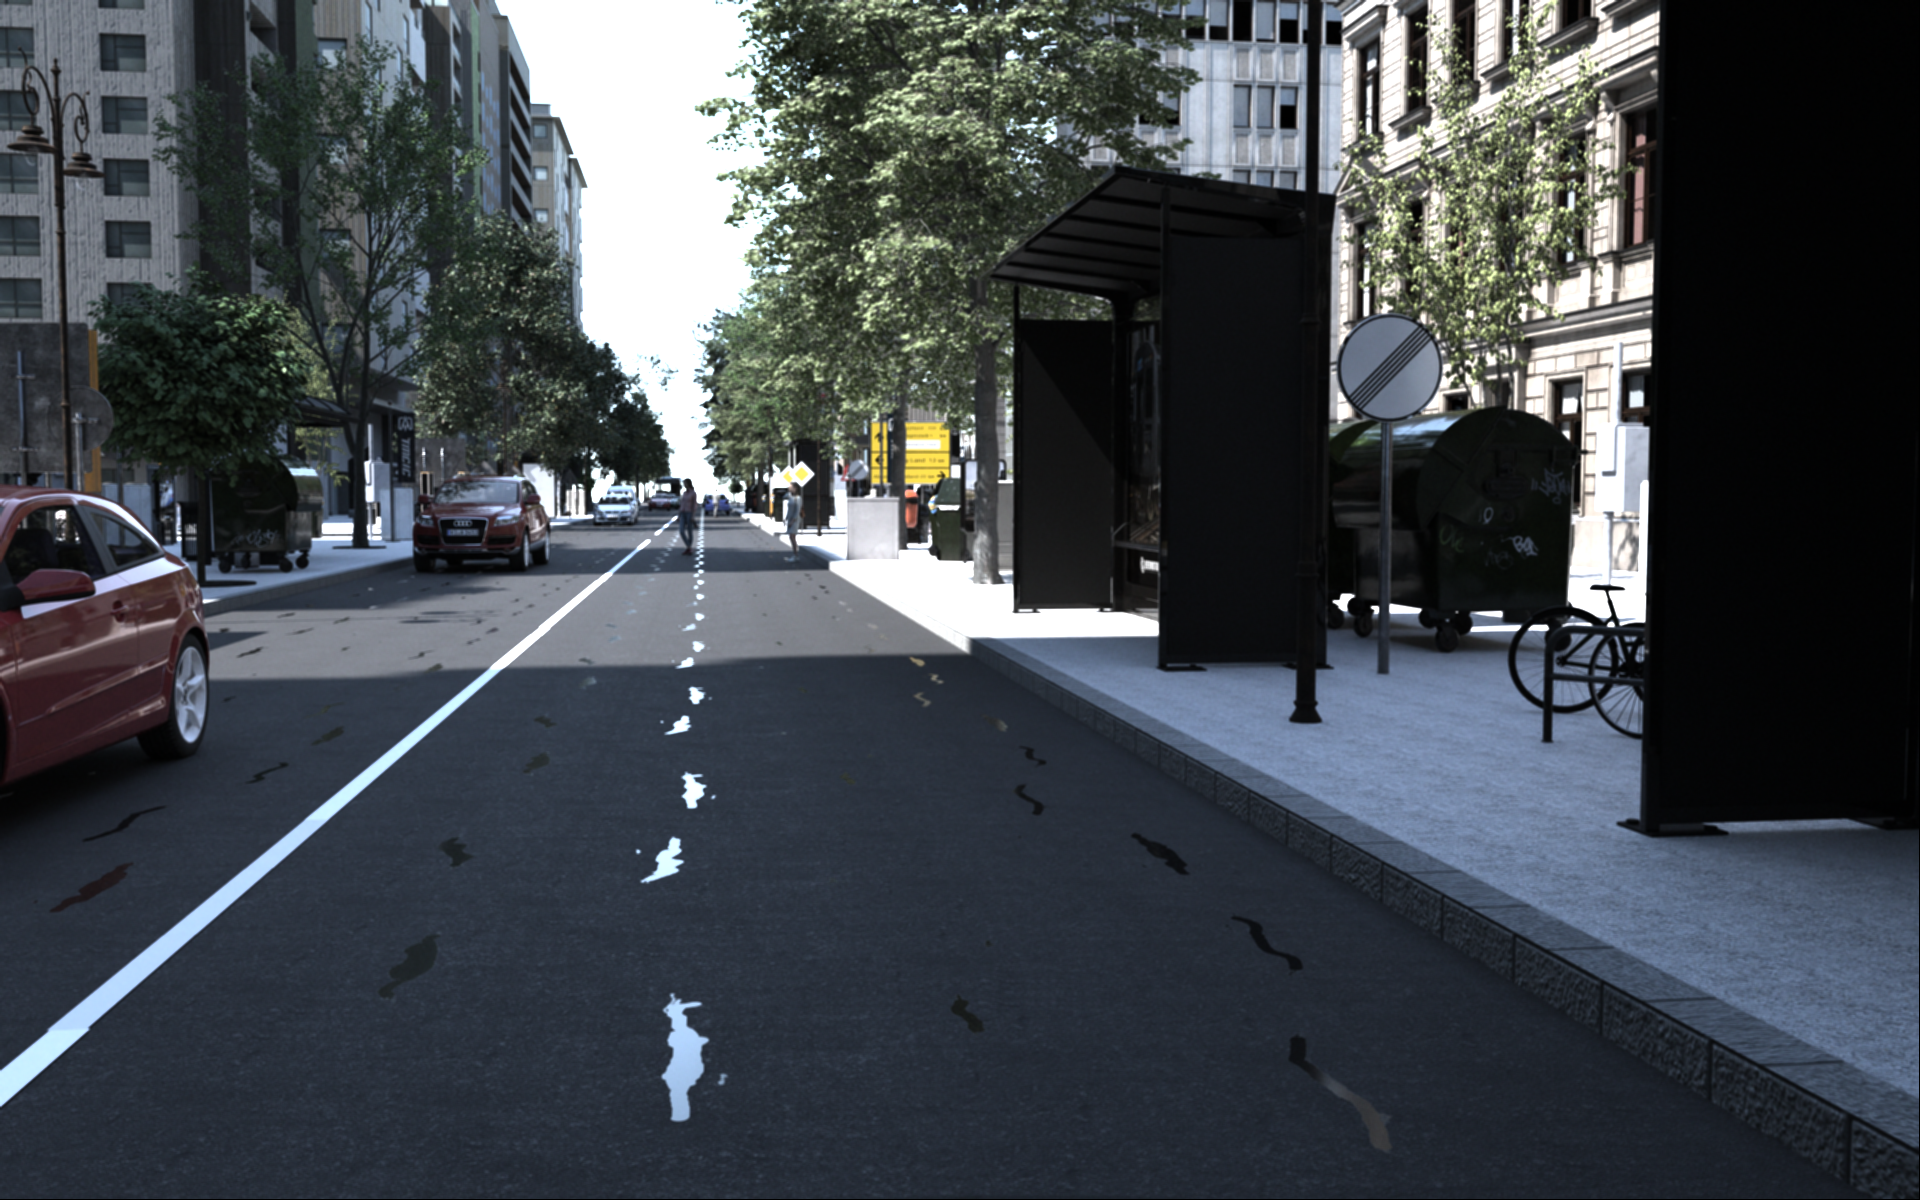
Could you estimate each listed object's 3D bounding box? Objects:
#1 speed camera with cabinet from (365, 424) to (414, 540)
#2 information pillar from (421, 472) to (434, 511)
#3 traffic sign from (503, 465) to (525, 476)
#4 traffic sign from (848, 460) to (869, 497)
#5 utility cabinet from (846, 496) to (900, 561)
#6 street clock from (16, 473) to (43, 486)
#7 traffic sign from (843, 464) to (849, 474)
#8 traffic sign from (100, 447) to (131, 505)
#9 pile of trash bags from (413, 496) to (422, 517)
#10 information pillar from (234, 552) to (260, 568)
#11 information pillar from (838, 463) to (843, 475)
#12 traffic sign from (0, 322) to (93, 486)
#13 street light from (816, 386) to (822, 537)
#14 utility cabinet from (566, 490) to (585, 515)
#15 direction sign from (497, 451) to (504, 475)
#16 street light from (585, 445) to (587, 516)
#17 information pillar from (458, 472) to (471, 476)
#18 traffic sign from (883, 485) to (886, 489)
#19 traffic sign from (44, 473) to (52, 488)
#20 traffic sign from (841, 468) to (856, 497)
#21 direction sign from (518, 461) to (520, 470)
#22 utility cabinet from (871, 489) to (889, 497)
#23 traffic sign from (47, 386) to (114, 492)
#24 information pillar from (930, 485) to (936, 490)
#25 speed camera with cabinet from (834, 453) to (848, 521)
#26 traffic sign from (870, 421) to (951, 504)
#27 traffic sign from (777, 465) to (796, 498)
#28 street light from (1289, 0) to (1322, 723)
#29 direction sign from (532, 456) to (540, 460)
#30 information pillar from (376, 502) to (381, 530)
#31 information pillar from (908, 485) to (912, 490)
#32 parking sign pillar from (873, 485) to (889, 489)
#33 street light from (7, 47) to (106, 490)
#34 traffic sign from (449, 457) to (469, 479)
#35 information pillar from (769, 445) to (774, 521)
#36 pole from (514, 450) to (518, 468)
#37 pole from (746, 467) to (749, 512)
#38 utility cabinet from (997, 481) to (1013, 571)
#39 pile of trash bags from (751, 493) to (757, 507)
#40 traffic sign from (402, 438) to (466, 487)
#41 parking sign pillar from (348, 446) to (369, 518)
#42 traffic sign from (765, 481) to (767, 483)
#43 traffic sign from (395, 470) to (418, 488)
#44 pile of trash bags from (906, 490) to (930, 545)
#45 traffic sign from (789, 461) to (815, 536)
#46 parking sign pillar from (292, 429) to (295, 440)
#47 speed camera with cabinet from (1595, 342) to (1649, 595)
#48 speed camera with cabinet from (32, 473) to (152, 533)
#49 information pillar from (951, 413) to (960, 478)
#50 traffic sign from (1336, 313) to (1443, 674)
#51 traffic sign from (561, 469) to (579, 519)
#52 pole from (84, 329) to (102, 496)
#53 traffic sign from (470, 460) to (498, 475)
[{"bbox_3d":[-16.076,-3.326,48.710,0.660,3.252,2.038,-3,5,-42],"label":"speed camera with cabinet"},{"bbox_3d":[-17.991,-3.306,58.539,0.304,2.012,0.304,1,4,16],"label":"information pillar"},{"bbox_3d":[-15.209,-3.387,59.027,0.795,2.450,0.064,-1,4,-8],"label":"traffic sign"},{"bbox_3d":[-3.767,-3.920,64.203,0.768,2.556,0.104,0,4,1],"label":"traffic sign"},{"bbox_3d":[-1.685,-1.364,33.457,1.020,1.237,0.306,0,4,-6],"label":"utility cabinet"},{"bbox_3d":[-14.281,-1.348,26.604,0.358,2.002,0.471,1,4,9],"label":"street clock"},{"bbox_3d":[-4.386,-4.327,70.847,0.768,2.556,0.104,0,4,-1],"label":"traffic sign"},{"bbox_3d":[-12.802,-1.609,26.415,0.768,2.556,0.104,0,4,1],"label":"traffic sign"},{"bbox_3d":[-29.605,-5.207,94.888,1.912,1.369,3.447,1,4,15],"label":"pile of trash bags"},{"bbox_3d":[-12.388,-1.562,30.038,0.304,2.012,0.304,1,4,11],"label":"information pillar"},{"bbox_3d":[-8.567,-8.052,123.005,0.504,3.616,0.183,-1,4,-9],"label":"information pillar"},{"bbox_3d":[-11.459,-1.634,20.593,2.265,3.308,0.079,0,4,1],"label":"traffic sign"},{"bbox_3d":[-4.206,-4.821,51.615,0.468,5.910,1.993,-1,4,-8],"label":"street light"},{"bbox_3d":[-23.253,-5.889,104.961,1.173,1.500,0.318,1,4,13],"label":"utility cabinet"},{"bbox_3d":[-23.326,-5.898,88.434,0.876,3.537,0.379,3,4,38],"label":"direction sign"},{"bbox_3d":[-21.913,-7.860,101.302,0.468,5.910,1.993,-1,4,-8],"label":"street light"},{"bbox_3d":[-16.706,-3.302,58.475,0.304,2.012,0.304,3,4,36],"label":"information pillar"},{"bbox_3d":[-2.768,-3.883,63.598,0.768,2.556,0.104,0,4,-6],"label":"traffic sign"},{"bbox_3d":[-11.447,-1.324,21.754,0.768,2.556,0.104,0,4,-4],"label":"traffic sign"},{"bbox_3d":[-4.333,-4.243,69.382,0.884,2.594,0.081,0,4,-4],"label":"traffic sign"},{"bbox_3d":[-24.788,-6.428,97.103,0.379,3.537,0.876,1,4,12],"label":"direction sign"},{"bbox_3d":[-3.582,-4.208,77.479,0.318,1.500,1.173,-2,4,-34],"label":"utility cabinet"},{"bbox_3d":[-10.375,-1.244,20.448,0.768,2.556,0.104,0,4,-2],"label":"traffic sign"},{"bbox_3d":[-1.289,-4.982,85.939,0.304,2.012,0.304,2,4,35],"label":"information pillar"},{"bbox_3d":[-5.726,-5.441,83.297,0.660,3.252,2.038,0,4,-4],"label":"speed camera with cabinet"},{"bbox_3d":[-1.374,-3.318,48.119,2.265,3.308,0.079,0,4,0],"label":"traffic sign"},{"bbox_3d":[-5.962,-3.470,60.370,0.795,2.450,0.064,-1,4,-8],"label":"traffic sign"},{"bbox_3d":[1.949,-2.251,9.592,0.468,5.910,1.993,-1,4,-8],"label":"street light"},{"bbox_3d":[-19.885,-5.512,82.116,0.379,3.537,0.876,3,5,43],"label":"direction sign"},{"bbox_3d":[-20.711,-3.519,62.028,0.304,2.012,0.304,2,4,30],"label":"information pillar"},{"bbox_3d":[-3.373,-7.024,119.336,0.304,2.012,0.304,3,5,41],"label":"information pillar"},{"bbox_3d":[-3.864,-6.233,90.388,1.447,3.967,1.447,-1,4,-12],"label":"parking sign pillar"},{"bbox_3d":[-9.581,-2.797,18.524,0.468,5.910,1.993,-1,4,-8],"label":"street light"},{"bbox_3d":[-17.721,-3.762,61.518,0.884,2.594,0.081,0,4,1],"label":"traffic sign"},{"bbox_3d":[-9.072,-5.624,83.303,0.183,3.616,0.504,-1,4,-11],"label":"information pillar"},{"bbox_3d":[-20.632,-5.304,80.566,0.158,3.312,0.155,0,3,0],"label":"pole"},{"bbox_3d":[-15.303,-8.012,124.844,0.158,3.312,0.155,0,3,0],"label":"pole"},{"bbox_3d":[0.968,-1.226,28.721,1.173,1.500,0.318,-1,4,-21],"label":"utility cabinet"},{"bbox_3d":[-12.134,-6.366,113.842,3.447,1.369,1.912,-3,4,-36],"label":"pile of trash bags"},{"bbox_3d":[-19.103,-4.220,62.875,2.265,3.308,0.079,0,4,-7],"label":"traffic sign"},{"bbox_3d":[-32.494,-6.458,94.063,1.447,3.967,1.447,0,4,1],"label":"parking sign pillar"},{"bbox_3d":[-15.186,-8.058,133.874,0.606,2.300,0.079,0,4,1],"label":"traffic sign"},{"bbox_3d":[-19.350,-3.633,60.591,0.795,2.450,0.064,0,4,1],"label":"traffic sign"},{"bbox_3d":[-1.647,-2.130,44.582,1.912,1.369,3.447,-1,4,-17],"label":"pile of trash bags"},{"bbox_3d":[-4.794,-2.986,52.470,0.795,2.450,0.064,-1,4,-8],"label":"traffic sign"},{"bbox_3d":[-23.063,-4.268,58.257,1.447,3.967,1.447,3,5,42],"label":"parking sign pillar"},{"bbox_3d":[8.882,-1.692,22.008,0.660,3.252,2.038,-1,4,-10],"label":"speed camera with cabinet"},{"bbox_3d":[-14.414,-2.097,28.624,0.660,3.252,2.038,2,4,24],"label":"speed camera with cabinet"},{"bbox_3d":[-0.211,-3.557,49.516,0.504,3.616,0.183,0,4,2],"label":"information pillar"},{"bbox_3d":[3.028,-0.746,12.307,0.768,2.556,0.104,0,4,-4],"label":"traffic sign"},{"bbox_3d":[-19.928,-5.413,88.506,0.884,2.594,0.081,0,4,-4],"label":"traffic sign"},{"bbox_3d":[-10.829,-1.697,21.595,0.158,3.312,0.155,0,3,0],"label":"pole"},{"bbox_3d":[-14.041,-2.904,51.128,0.795,2.450,0.064,-1,4,-8],"label":"traffic sign"}]
